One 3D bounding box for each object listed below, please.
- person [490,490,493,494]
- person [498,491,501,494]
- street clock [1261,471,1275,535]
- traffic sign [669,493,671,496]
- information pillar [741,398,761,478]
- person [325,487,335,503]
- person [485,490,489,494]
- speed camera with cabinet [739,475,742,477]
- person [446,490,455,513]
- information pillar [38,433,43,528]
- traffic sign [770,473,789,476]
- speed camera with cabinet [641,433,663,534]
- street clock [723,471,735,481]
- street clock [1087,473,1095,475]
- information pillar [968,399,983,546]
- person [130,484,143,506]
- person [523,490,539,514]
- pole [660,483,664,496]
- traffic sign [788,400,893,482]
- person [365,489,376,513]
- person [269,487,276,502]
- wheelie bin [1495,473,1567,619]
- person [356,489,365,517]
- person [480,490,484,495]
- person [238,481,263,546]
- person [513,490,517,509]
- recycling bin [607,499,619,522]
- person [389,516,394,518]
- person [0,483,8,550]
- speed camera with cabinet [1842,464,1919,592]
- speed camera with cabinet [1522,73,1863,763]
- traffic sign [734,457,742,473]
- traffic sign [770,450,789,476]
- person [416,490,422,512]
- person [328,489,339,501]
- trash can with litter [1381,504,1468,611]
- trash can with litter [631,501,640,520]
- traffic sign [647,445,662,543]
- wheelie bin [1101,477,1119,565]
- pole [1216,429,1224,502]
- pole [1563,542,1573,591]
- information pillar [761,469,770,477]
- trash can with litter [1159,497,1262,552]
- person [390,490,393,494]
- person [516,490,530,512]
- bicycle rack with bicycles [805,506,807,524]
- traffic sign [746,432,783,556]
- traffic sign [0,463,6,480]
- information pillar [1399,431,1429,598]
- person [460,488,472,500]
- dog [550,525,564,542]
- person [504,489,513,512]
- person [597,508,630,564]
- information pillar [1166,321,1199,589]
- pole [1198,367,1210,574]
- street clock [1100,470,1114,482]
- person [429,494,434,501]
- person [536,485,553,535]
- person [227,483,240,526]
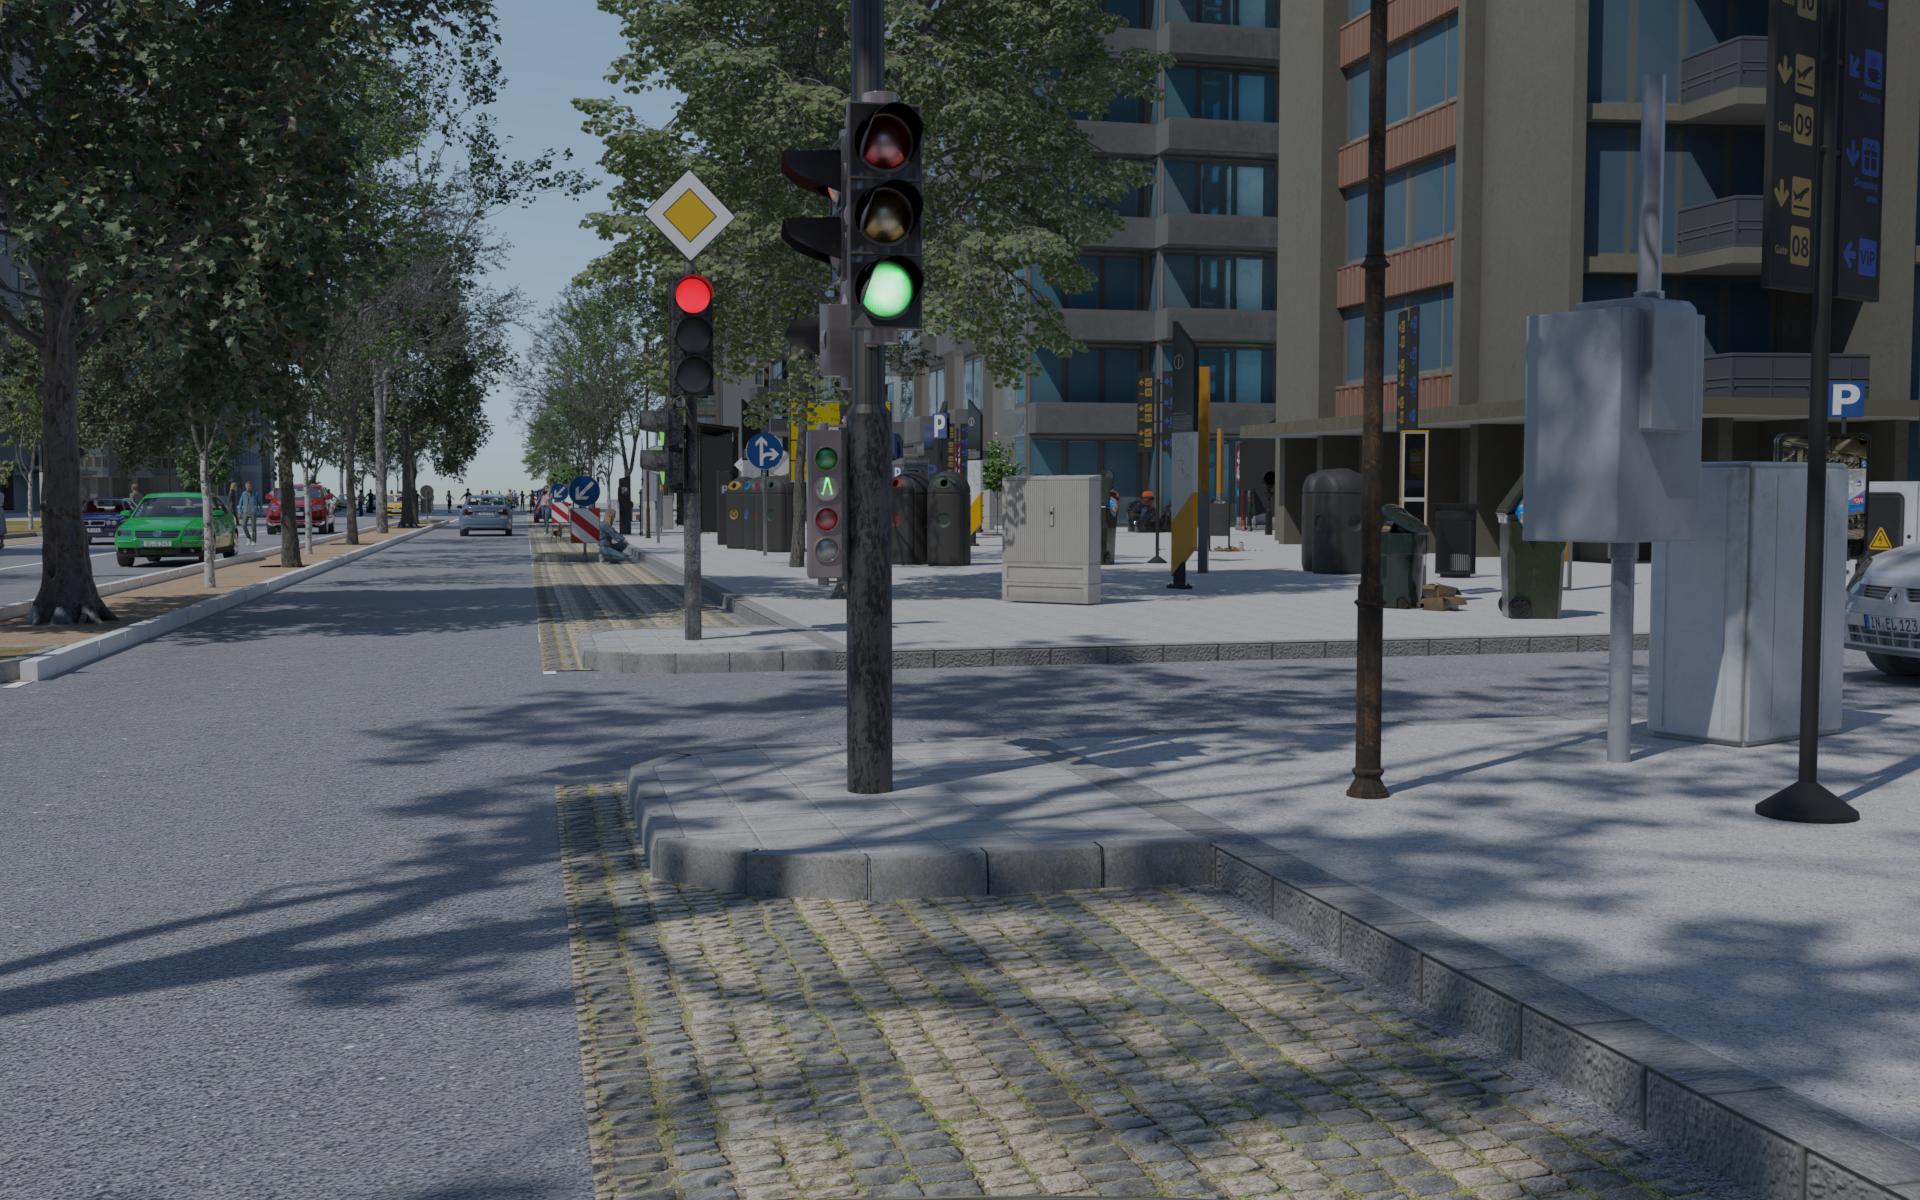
[{"bbox_3d":[-51.363,-11.072,189.401,0.599,1.838,0.709,0,4,3],"label":"person"},{"bbox_3d":[-58.377,-12.903,219.469,0.705,1.822,1.348,3,5,43],"label":"person"},{"bbox_3d":[9.665,-3.033,54.162,0.471,2.002,0.358,-1,4,-12],"label":"street clock"},{"bbox_3d":[-15.080,-5.501,90.040,0.768,2.556,0.104,-1,4,-9],"label":"traffic sign"},{"bbox_3d":[-5.140,-3.132,42.560,0.504,3.616,0.183,-2,4,-27],"label":"information pillar"},{"bbox_3d":[-36.884,-5.642,100.715,1.348,1.831,0.705,2,4,30],"label":"person"},{"bbox_3d":[-32.899,-6.822,120.767,1.217,1.743,0.721,-3,5,-40],"label":"person"},{"bbox_3d":[-10.839,-5.452,83.481,0.660,3.252,2.038,-2,4,-31],"label":"speed camera with cabinet"},{"bbox_3d":[-38.748,-7.485,131.666,0.721,1.735,1.217,1,4,13],"label":"person"},{"bbox_3d":[-34.996,-4.567,66.029,0.183,3.616,0.504,-3,5,-39],"label":"information pillar"},{"bbox_3d":[-6.029,-3.482,56.936,0.884,2.594,0.081,-1,4,-11],"label":"traffic sign"},{"bbox_3d":[-10.095,-3.822,56.827,0.660,3.252,2.038,0,4,-7],"label":"speed camera with cabinet"},{"bbox_3d":[-7.248,-3.037,54.221,0.358,2.002,0.471,1,4,17],"label":"street clock"},{"bbox_3d":[4.596,-3.445,60.902,0.358,2.002,0.471,1,4,16],"label":"street clock"},{"bbox_3d":[0.366,-3.135,42.610,0.183,3.616,0.504,-3,5,-41],"label":"information pillar"},{"bbox_3d":[-26.224,-2.812,55.032,0.362,1.759,0.519,1,4,23],"label":"person"},{"bbox_3d":[-28.394,-6.464,114.908,1.217,1.735,0.721,-2,4,-24],"label":"person"},{"bbox_3d":[-14.910,-5.681,86.723,0.158,3.312,0.155,0,3,0],"label":"pole"},{"bbox_3d":[-2.596,-2.682,37.717,2.265,3.308,0.079,-1,4,-11],"label":"traffic sign"},{"bbox_3d":[-44.320,-7.450,130.328,1.348,1.821,0.705,1,4,16],"label":"person"},{"bbox_3d":[-39.334,-5.566,99.367,0.709,1.838,0.599,-2,4,-25],"label":"person"},{"bbox_3d":[5.965,-0.618,18.014,0.693,1.594,0.980,0,4,8],"label":"wheelie bin"},{"bbox_3d":[-38.311,-6.195,110.497,1.217,1.736,0.721,3,4,37],"label":"person"},{"bbox_3d":[-47.505,-10.038,172.556,0.705,1.831,1.348,2,4,29],"label":"person"},{"bbox_3d":[-19.612,-2.388,47.889,0.601,1.785,0.444,0,4,-4],"label":"person"},{"bbox_3d":[-43.470,-9.809,168.742,0.599,1.838,0.709,2,4,25],"label":"person"},{"bbox_3d":[-16.138,-4.205,81.301,0.722,1.027,0.722,0,4,5],"label":"recycling bin"},{"bbox_3d":[-34.181,-5.640,103.979,1.065,1.426,0.557,3,4,39],"label":"person"},{"bbox_3d":[-24.964,-2.186,44.805,0.524,1.755,0.480,0,4,2],"label":"person"},{"bbox_3d":[12.853,-1.741,22.799,0.660,3.252,2.038,-2,4,-30],"label":"speed camera with cabinet"},{"bbox_3d":[3.739,-0.886,8.826,2.038,3.252,0.660,-2,4,-35],"label":"speed camera with cabinet"},{"bbox_3d":[-5.445,-2.668,44.807,0.795,2.450,0.064,-1,4,-9],"label":"traffic sign"},{"bbox_3d":[-5.187,-3.044,49.868,0.768,2.556,0.104,-1,4,-10],"label":"traffic sign"},{"bbox_3d":[-43.404,-7.900,138.190,1.217,1.766,0.721,1,4,21],"label":"person"},{"bbox_3d":[-45.284,-7.078,124.314,1.350,1.814,0.705,-1,4,-12],"label":"person"},{"bbox_3d":[5.165,-0.487,19.344,0.624,1.170,1.055,-3,5,-44],"label":"trash can with litter"},{"bbox_3d":[-16.052,-4.503,85.006,1.055,1.170,0.624,0,4,-5],"label":"trash can with litter"},{"bbox_3d":[-7.889,-2.761,45.246,0.768,2.556,0.104,-1,4,-13],"label":"traffic sign"},{"bbox_3d":[2.462,-1.444,31.513,0.980,1.594,0.693,2,4,26],"label":"wheelie bin"},{"bbox_3d":[8.107,-3.678,53.979,0.158,3.312,0.155,0,3,0],"label":"pole"},{"bbox_3d":[8.049,-1.781,22.960,0.158,3.312,0.155,0,3,0],"label":"pole"},{"bbox_3d":[-5.457,-2.663,48.037,0.304,2.012,0.304,-2,4,-28],"label":"information pillar"},{"bbox_3d":[5.570,-1.717,39.131,2.233,1.210,1.678,3,4,38],"label":"trash can with litter"},{"bbox_3d":[-41.197,-7.112,125.497,1.217,1.735,0.721,0,4,-5],"label":"person"},{"bbox_3d":[-35.289,-7.986,139.796,1.217,1.735,0.721,-3,4,-38],"label":"person"},{"bbox_3d":[-6.080,-3.696,73.809,2.852,0.926,2.925,-3,4,-39],"label":"bicycle rack with bicycles"},{"bbox_3d":[-4.051,-2.191,35.936,0.768,2.556,0.104,0,4,-8],"label":"traffic sign"},{"bbox_3d":[-37.403,-4.102,67.174,0.768,2.556,0.104,-1,4,-12],"label":"traffic sign"},{"bbox_3d":[5.285,-0.961,20.200,0.304,2.012,0.304,1,4,11],"label":"information pillar"},{"bbox_3d":[-36.328,-7.331,127.989,1.348,1.869,0.705,-2,4,-33],"label":"person"},{"bbox_3d":[-12.096,-1.999,51.975,0.540,0.507,0.406,0,4,6],"label":"dog"},{"bbox_3d":[-29.969,-6.468,114.785,0.750,1.759,0.617,0,4,-7],"label":"person"},{"bbox_3d":[-7.031,-1.312,35.447,0.738,1.151,1.012,0,4,0],"label":"person"},{"bbox_3d":[3.016,-1.954,23.302,0.183,3.616,0.504,-2,4,-30],"label":"information pillar"},{"bbox_3d":[3.928,-2.082,27.880,0.158,3.312,0.155,0,3,0],"label":"pole"},{"bbox_3d":[4.408,-2.902,52.019,0.358,2.002,0.471,3,5,40],"label":"street clock"},{"bbox_3d":[-43.311,-8.151,141.770,0.705,1.824,1.348,0,4,8],"label":"person"},{"bbox_3d":[-14.511,-3.158,60.725,0.593,1.750,0.643,1,4,23],"label":"person"},{"bbox_3d":[-23.964,-2.925,56.537,0.699,1.804,1.509,1,4,14],"label":"person"}]
